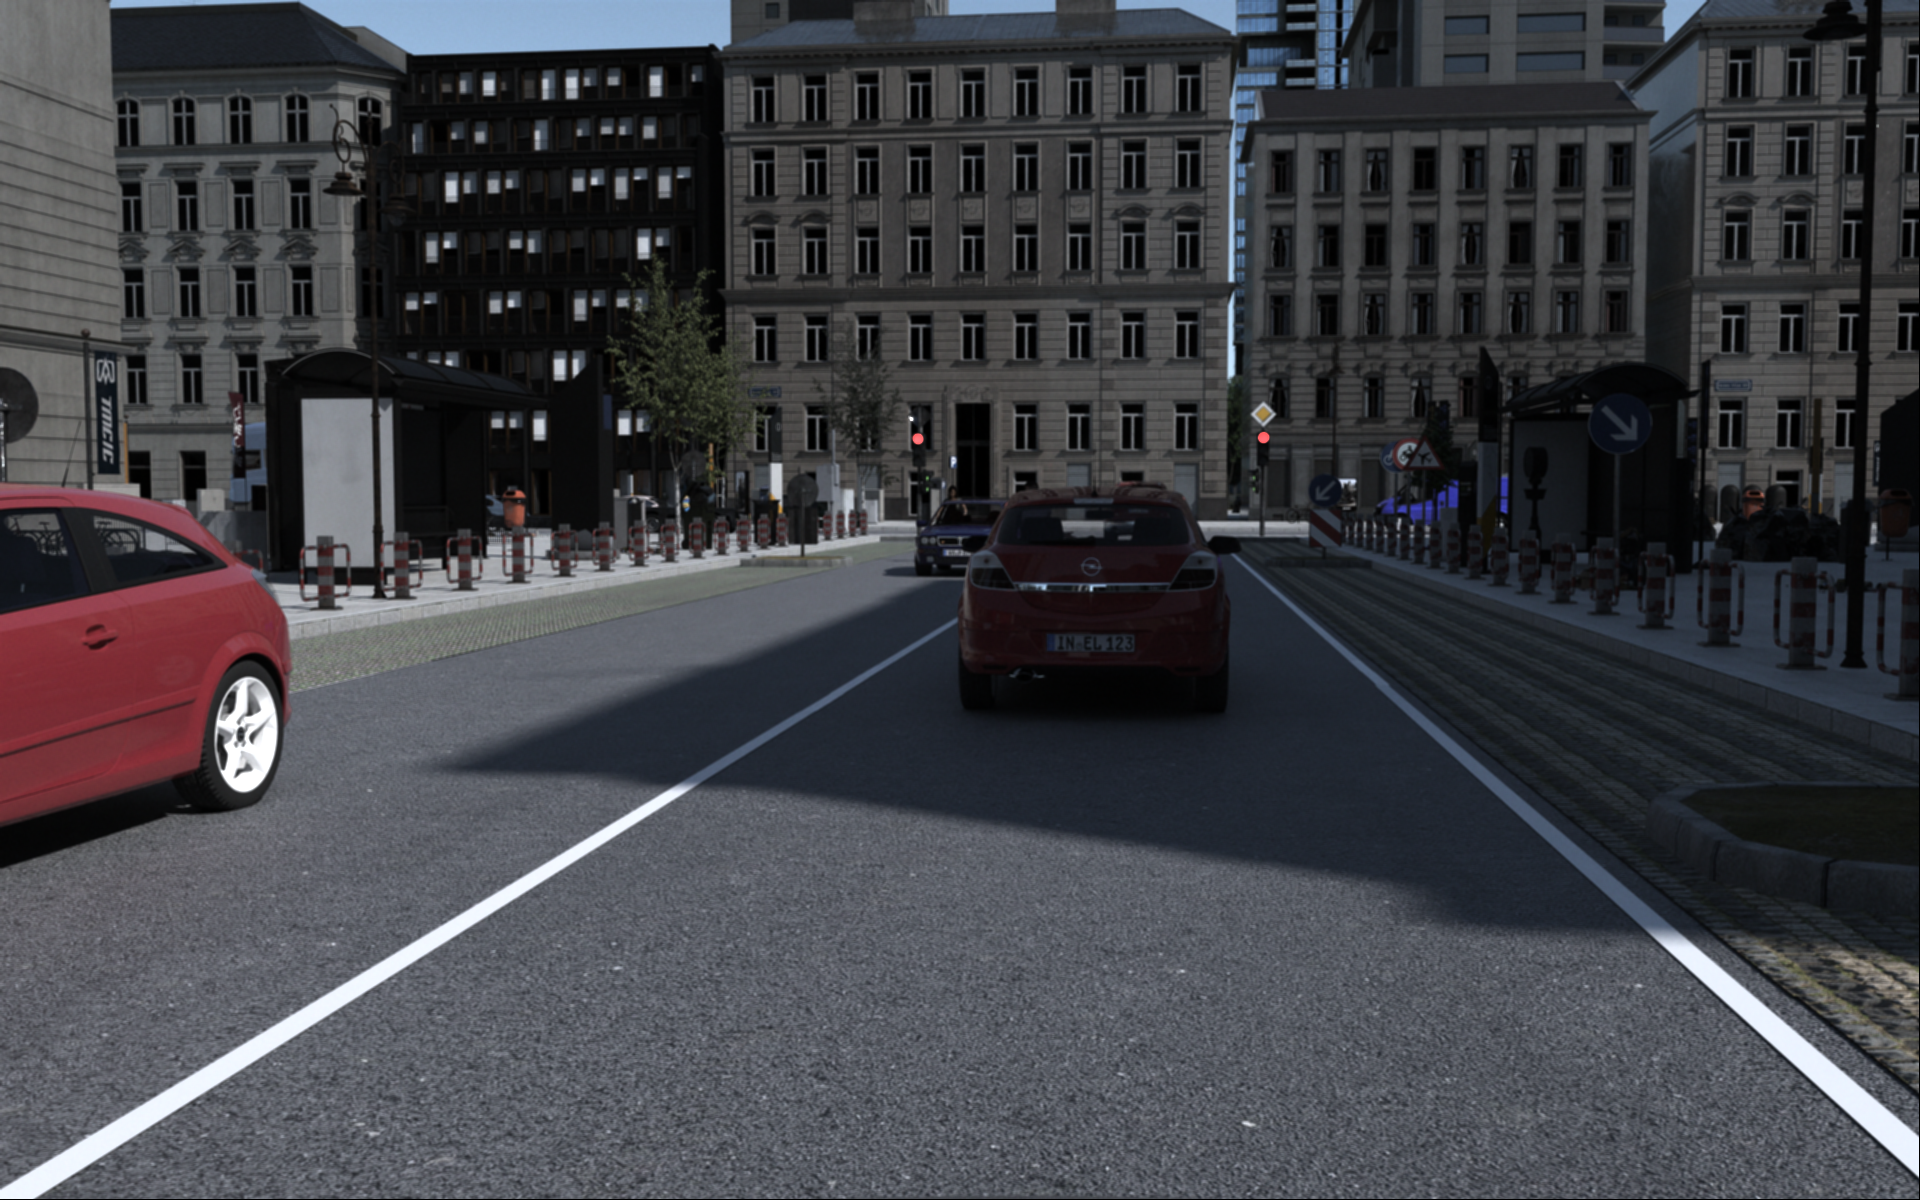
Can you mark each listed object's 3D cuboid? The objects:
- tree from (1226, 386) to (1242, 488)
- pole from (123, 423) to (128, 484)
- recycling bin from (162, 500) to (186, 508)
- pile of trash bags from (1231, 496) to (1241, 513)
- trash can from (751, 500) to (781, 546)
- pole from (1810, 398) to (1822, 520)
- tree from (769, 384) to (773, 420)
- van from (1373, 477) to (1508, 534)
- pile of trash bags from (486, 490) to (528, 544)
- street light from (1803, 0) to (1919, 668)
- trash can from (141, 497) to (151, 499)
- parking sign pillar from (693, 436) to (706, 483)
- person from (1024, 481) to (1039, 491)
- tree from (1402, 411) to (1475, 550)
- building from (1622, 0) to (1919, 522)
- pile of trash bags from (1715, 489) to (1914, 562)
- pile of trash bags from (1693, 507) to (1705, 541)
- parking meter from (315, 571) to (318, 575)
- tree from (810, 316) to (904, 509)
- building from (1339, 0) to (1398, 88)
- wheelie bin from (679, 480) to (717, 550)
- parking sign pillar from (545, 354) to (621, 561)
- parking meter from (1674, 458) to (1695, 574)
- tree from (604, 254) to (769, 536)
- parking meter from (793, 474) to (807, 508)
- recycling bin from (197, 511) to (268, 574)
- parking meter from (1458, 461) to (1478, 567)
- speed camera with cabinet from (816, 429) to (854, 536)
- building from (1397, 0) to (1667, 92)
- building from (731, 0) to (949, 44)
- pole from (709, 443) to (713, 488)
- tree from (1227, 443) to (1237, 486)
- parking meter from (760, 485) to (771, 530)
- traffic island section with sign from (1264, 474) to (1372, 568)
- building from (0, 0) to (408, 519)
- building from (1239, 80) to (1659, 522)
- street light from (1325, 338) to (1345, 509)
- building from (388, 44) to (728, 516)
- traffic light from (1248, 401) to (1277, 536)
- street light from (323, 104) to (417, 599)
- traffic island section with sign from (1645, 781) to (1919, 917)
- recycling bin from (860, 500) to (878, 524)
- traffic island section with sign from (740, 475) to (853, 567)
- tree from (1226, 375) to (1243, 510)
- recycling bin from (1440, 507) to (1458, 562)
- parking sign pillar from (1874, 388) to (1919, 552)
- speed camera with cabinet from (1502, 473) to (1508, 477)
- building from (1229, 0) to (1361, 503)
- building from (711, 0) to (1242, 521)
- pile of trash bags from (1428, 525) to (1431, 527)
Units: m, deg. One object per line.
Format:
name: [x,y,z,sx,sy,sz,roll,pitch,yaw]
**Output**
tree: [27.204,-16.022,178.972,9.611,12.733,9.660,0,3,0]
pole: [-23.998,-3.419,49.741,0.158,3.312,0.155,0,3,0]
recycling bin: [-35.808,-4.058,78.904,0.722,1.027,0.722,1,4,23]
pile of trash bags: [19.506,-6.485,115.782,1.912,1.369,3.447,-1,4,-11]
trash can: [-4.814,-1.919,43.032,0.748,1.137,0.748,0,3,0]
pole: [18.302,-2.642,37.040,0.158,3.312,0.155,0,3,0]
tree: [-10.292,-7.661,75.614,4.737,8.622,4.395,0,3,0]
van: [17.776,-3.597,63.194,5.245,2.365,2.240,0,4,8]
pile of trash bags: [-12.346,-2.064,43.501,3.447,1.369,1.912,1,4,22]
street light: [6.628,-2.439,12.666,0.468,5.910,1.993,0,4,7]
trash can: [-40.166,-4.496,85.169,0.748,1.137,0.748,0,3,0]
parking sign pillar: [-12.308,-5.691,81.520,1.447,3.967,1.447,-1,4,-17]
person: [0.844,-0.585,20.023,0.963,1.587,0.435,-2,4,-24]
tree: [11.094,-2.782,40.094,1.663,3.219,1.824,0,3,0]
building: [45.967,-17.463,82.778,25.104,27.353,12.463,0,4,7]
pile of trash bags: [16.486,-1.441,33.312,3.447,1.369,1.912,0,4,6]
pile of trash bags: [20.307,-2.321,47.694,3.447,1.369,1.912,1,4,13]
parking meter: [-10.101,-1.175,27.619,0.372,1.533,0.369,0,3,0]
tree: [-4.039,-7.396,71.286,4.360,8.622,3.978,0,3,0]
building: [54.785,-36.060,178.826,28.713,52.752,27.495,0,4,7]
wheelie bin: [-6.034,-1.967,40.069,0.693,1.594,0.980,1,4,19]
parking sign pillar: [-7.425,-2.785,34.009,1.447,3.967,1.447,2,4,32]
parking meter: [11.684,-1.363,27.991,0.255,1.863,0.399,3,4,38]
tree: [-8.679,-6.266,52.813,4.737,8.622,4.395,0,3,0]
parking meter: [-4.573,-2.684,49.603,0.255,1.863,0.399,2,4,33]
recycling bin: [-10.937,-0.826,26.061,0.722,1.027,0.722,1,4,19]
parking meter: [8.897,-1.508,30.373,0.255,1.863,0.399,2,4,30]
speed camera with cabinet: [-3.882,-3.637,53.806,0.660,3.252,2.038,1,4,15]
building: [48.883,-37.269,151.347,21.231,58.520,28.212,0,4,7]
building: [-12.437,-45.952,189.563,20.611,71.187,20.563,0,4,7]
pole: [-10.019,-4.641,69.721,0.158,3.312,0.155,0,3,0]
tree: [30.611,-18.577,210.394,9.857,13.997,8.962,0,3,0]
parking meter: [-5.415,-2.452,48.502,0.372,1.533,0.369,0,3,0]
traffic island section with sign: [7.064,-1.574,34.357,1.989,1.847,2.006,0,4,7]
building: [-49.152,-19.593,96.759,44.131,29.872,17.030,0,4,7]
building: [22.950,-14.382,84.295,18.267,20.994,9.793,0,4,7]
street light: [11.108,-4.808,51.401,0.468,5.910,1.993,0,4,7]
building: [-19.520,-15.956,90.562,15.834,23.373,12.332,0,4,7]
traffic light: [9.151,-3.886,52.450,0.839,4.253,0.868,0,4,7]
street light: [-7.129,-2.954,21.088,0.468,5.910,1.993,0,4,7]
traffic island section with sign: [3.805,0.121,6.654,1.989,1.847,2.006,0,4,7]
recycling bin: [-3.899,-3.777,74.303,0.722,1.027,0.722,0,4,2]
traffic island section with sign: [-3.196,-1.590,34.622,1.989,1.847,2.006,0,4,7]
tree: [22.361,-13.339,143.842,9.928,11.665,9.643,0,3,0]
recycling bin: [9.577,-1.247,32.938,0.722,1.027,0.722,3,4,36]
parking sign pillar: [21.306,-3.073,38.711,1.447,3.967,1.447,-3,5,-42]
speed camera with cabinet: [23.434,-5.003,76.138,2.038,3.252,0.660,1,4,19]
building: [50.838,-57.136,246.846,31.000,86.520,22.319,0,4,7]
building: [1.261,-17.782,87.996,25.104,27.353,12.463,0,4,7]
pile of trash bags: [19.190,-3.539,67.612,1.912,1.369,3.447,2,4,28]
